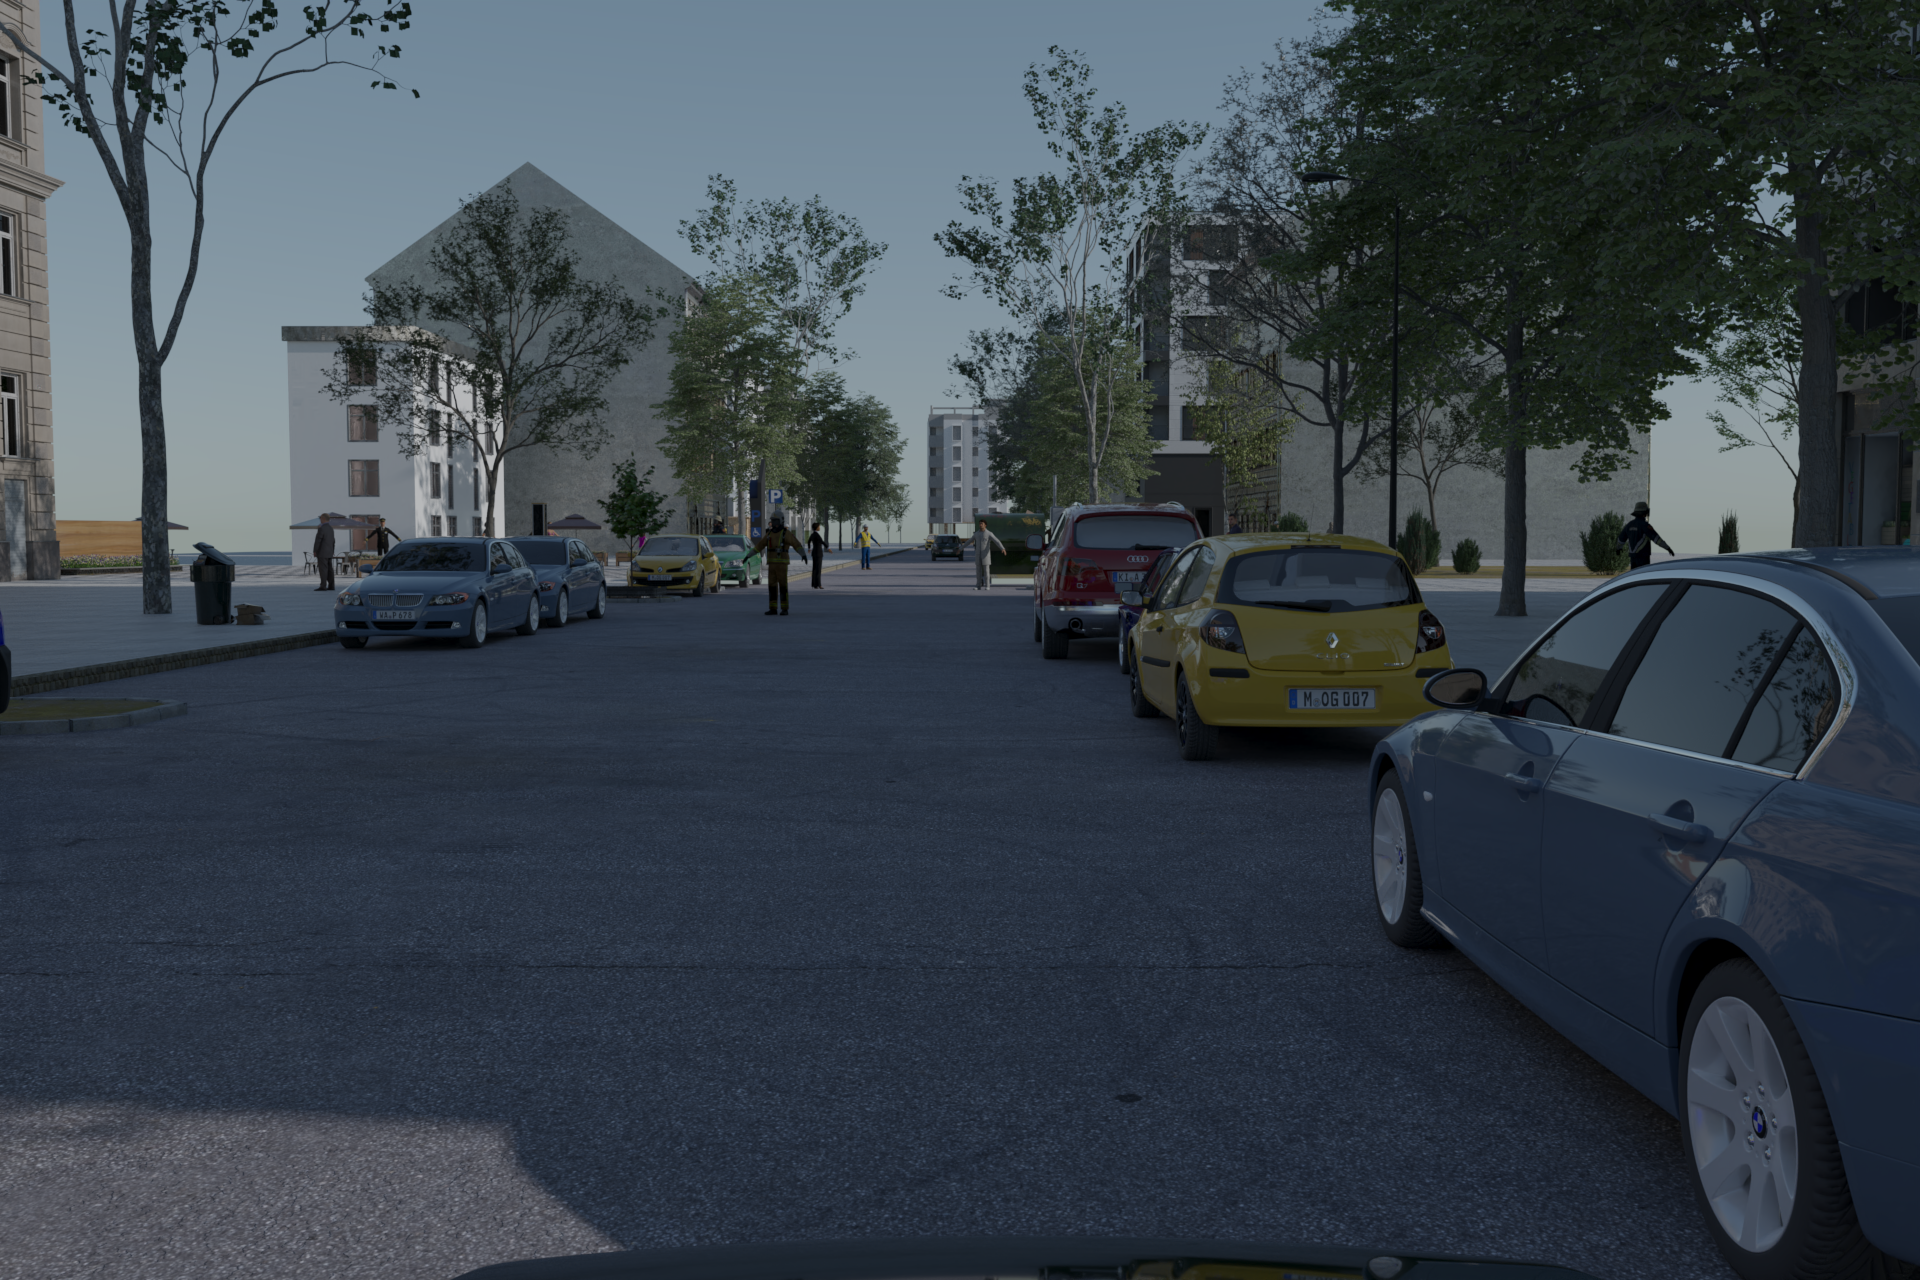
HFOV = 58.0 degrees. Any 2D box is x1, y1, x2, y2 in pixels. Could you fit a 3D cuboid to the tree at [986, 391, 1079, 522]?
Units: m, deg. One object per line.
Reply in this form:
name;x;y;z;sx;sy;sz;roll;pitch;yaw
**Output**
tree;6.475;-14.669;146.499;9.857;13.997;8.962;0;3;0

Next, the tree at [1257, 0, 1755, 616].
tree;8.636;-6.675;27.271;7.486;12.596;7.792;0;3;0

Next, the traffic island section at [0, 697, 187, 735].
traffic island section;-7.158;0.583;13.332;1.991;0.108;1.994;0;4;1

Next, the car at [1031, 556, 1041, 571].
car;2.513;-1.521;37.455;1.945;1.354;3.894;0;4;1

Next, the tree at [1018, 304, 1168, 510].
tree;6.565;-10.224;85.289;7.486;12.596;7.792;0;3;0

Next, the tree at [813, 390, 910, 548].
tree;-9.132;-15.189;154.995;9.857;13.997;8.962;0;3;0

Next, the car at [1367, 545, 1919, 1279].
car;2.351;0.456;4.543;2.014;1.417;4.499;0;4;0

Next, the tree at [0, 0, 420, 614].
tree;-13.407;-10.401;25.940;12.611;20.169;13.585;0;3;0

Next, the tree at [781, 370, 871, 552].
tree;-9.673;-12.369;120.352;7.486;12.596;7.792;0;3;0

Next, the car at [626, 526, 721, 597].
car;-6.705;-1.866;40.739;2.015;1.641;3.980;0;4;1

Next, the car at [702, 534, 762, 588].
car;-6.537;-2.193;47.648;2.131;1.459;4.920;0;4;0

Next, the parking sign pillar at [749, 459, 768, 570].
parking sign pillar;-7.187;-4.472;61.589;1.447;3.967;1.447;0;4;-1

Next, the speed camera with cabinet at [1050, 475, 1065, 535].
speed camera with cabinet;3.388;-3.866;57.552;0.660;3.252;2.038;0;4;-1

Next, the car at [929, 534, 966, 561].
car;-0.685;-5.102;93.199;2.009;1.686;4.222;0;4;-1

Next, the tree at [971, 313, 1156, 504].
tree;5.770;-11.371;96.286;12.009;13.543;11.850;0;3;0

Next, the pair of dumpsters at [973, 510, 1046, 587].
pair of dumpsters;2.572;-2.597;47.409;4.436;2.255;1.574;0;4;-1

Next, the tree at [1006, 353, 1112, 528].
tree;6.154;-11.656;108.707;7.486;12.596;7.792;0;3;0

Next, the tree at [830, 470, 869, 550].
tree;-8.820;-11.803;143.343;4.360;8.622;3.978;0;3;0

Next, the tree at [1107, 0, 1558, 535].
tree;8.541;-7.825;38.316;12.009;13.543;11.850;0;3;0

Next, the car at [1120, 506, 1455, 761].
car;2.215;-0.132;12.390;2.015;1.641;3.980;0;4;-1

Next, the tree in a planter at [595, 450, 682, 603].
tree in a planter;-7.003;-2.424;36.847;1.991;3.239;1.994;0;4;0

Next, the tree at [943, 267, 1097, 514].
tree;4.981;-16.511;125.849;12.611;20.169;13.585;0;3;0

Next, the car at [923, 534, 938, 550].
car;-2.225;-8.802;154.141;2.015;1.641;3.980;0;4;1

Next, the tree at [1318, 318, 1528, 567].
tree;18.540;-8.159;67.812;8.767;10.594;7.601;-1;4;-19

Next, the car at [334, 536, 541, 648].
car;-6.879;-0.687;23.243;2.014;1.417;4.499;0;3;0

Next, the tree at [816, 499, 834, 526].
tree;-21.575;-20.595;243.375;9.857;13.997;8.962;0;3;0

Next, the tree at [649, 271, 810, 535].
tree;-9.872;-9.617;75.364;7.486;12.596;7.792;0;3;0

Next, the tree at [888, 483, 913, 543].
tree;-8.742;-18.204;247.989;4.737;8.622;4.395;0;3;0

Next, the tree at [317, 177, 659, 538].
tree;-12.555;-6.820;45.916;8.767;10.594;7.601;-2;4;-27

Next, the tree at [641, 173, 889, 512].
tree;-10.473;-14.425;91.738;12.611;20.169;13.585;0;3;0

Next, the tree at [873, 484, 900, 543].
tree;-9.730;-17.818;241.686;4.360;8.622;3.978;0;3;0

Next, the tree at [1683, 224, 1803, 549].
tree;26.701;-7.890;54.763;9.928;11.665;9.643;0;3;0

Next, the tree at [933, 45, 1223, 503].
tree;4.193;-13.105;70.159;12.611;20.169;13.585;0;3;0

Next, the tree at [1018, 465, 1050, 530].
tree;6.587;-12.514;154.966;4.737;8.622;4.395;0;3;0

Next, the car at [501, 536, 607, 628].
car;-6.928;-0.983;28.070;2.014;1.417;4.499;0;4;1

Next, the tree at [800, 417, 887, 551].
tree;-9.421;-12.158;133.202;8.767;10.594;7.601;2;4;27

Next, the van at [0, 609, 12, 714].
van;-6.967;-0.268;8.766;2.240;2.365;5.245;0;3;0

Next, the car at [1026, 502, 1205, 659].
car;1.968;-0.777;21.371;2.281;1.827;5.304;0;4;1

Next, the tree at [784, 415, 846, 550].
tree;-9.681;-9.502;105.724;4.360;8.622;3.978;0;3;0

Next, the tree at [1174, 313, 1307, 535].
tree;9.175;-6.586;58.039;4.737;8.622;4.395;0;3;0

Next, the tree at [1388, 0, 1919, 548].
tree;7.507;-5.976;15.839;7.486;12.596;7.792;0;3;0

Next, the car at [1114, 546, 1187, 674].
car;2.488;-0.243;16.549;1.945;1.354;3.894;0;4;0
